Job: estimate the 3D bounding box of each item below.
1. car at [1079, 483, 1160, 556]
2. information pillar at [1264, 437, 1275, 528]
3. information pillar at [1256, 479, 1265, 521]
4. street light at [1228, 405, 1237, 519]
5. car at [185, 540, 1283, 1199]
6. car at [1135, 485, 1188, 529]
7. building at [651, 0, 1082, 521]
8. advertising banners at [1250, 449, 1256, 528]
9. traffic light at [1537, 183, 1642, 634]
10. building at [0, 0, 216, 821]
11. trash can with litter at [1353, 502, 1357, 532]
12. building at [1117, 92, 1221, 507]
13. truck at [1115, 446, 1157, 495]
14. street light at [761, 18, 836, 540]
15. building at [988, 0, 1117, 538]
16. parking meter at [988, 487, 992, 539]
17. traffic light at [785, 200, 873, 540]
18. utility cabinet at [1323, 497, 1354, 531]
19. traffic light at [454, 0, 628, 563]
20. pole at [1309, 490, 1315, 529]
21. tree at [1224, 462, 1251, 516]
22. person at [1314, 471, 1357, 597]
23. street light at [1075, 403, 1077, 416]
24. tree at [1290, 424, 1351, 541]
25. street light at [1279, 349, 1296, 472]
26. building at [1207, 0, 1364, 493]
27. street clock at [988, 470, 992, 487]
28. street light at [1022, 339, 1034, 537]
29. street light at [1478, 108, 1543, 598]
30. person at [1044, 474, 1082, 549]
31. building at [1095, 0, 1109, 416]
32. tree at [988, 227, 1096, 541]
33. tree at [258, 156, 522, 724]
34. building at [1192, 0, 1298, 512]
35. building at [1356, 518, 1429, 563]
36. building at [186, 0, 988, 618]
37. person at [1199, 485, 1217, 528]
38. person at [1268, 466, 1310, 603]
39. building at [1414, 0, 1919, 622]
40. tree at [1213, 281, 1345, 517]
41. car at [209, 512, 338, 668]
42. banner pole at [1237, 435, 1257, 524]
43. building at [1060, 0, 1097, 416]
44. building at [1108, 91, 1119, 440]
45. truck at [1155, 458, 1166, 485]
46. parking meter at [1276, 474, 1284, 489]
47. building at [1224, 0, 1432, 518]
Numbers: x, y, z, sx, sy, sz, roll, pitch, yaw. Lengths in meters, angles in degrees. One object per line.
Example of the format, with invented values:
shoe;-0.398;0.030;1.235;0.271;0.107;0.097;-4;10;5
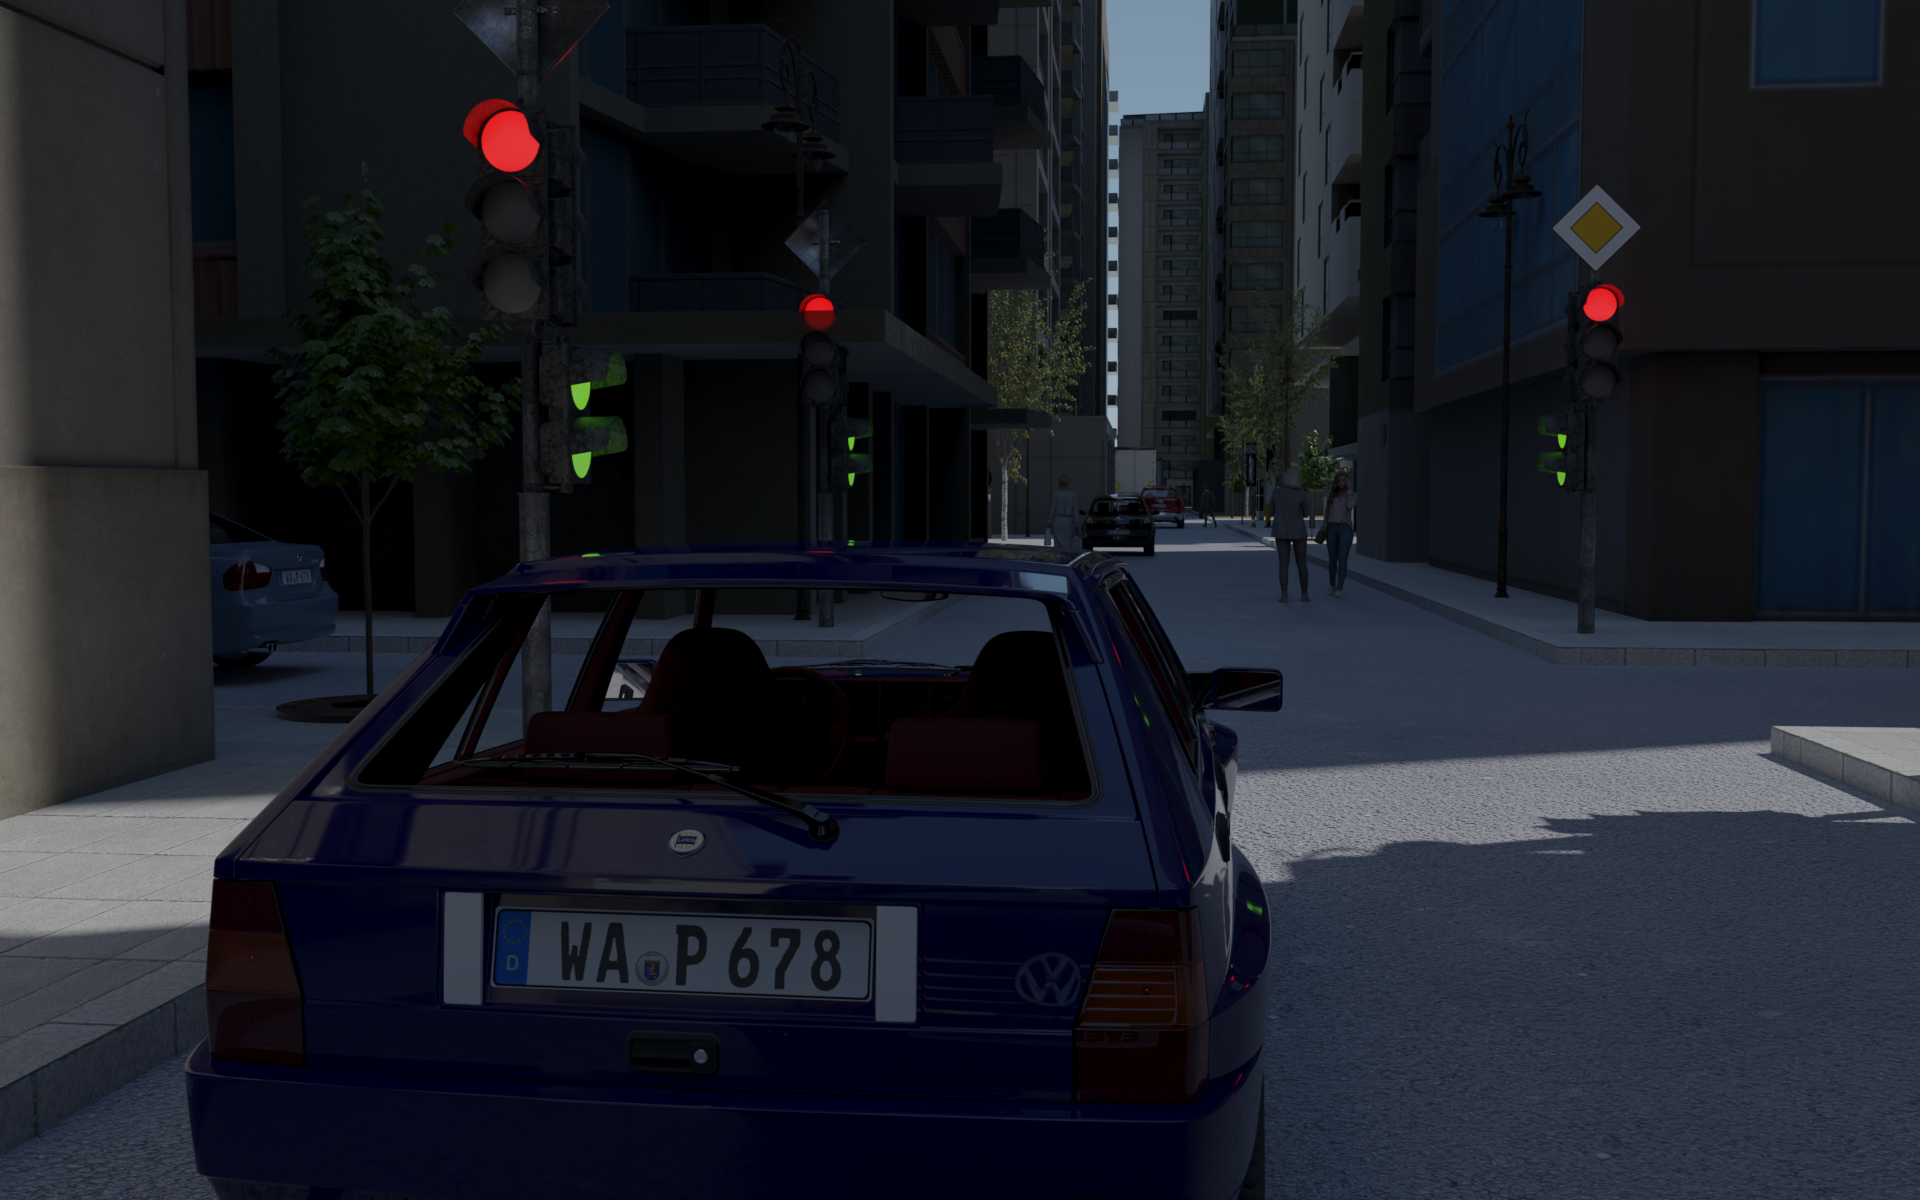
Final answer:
car;3.800;-1.943;41.556;2.009;1.686;4.222;0;4;5
information pillar;11.831;-4.570;66.067;0.183;3.616;0.504;3;5;44
information pillar;14.558;-4.862;83.982;0.304;2.012;0.304;-1;4;-16
street light;14.142;-7.159;89.841;0.468;5.910;1.993;0;4;6
car;-0.157;0.504;4.333;1.945;1.354;3.894;0;4;8
car;8.543;-3.978;73.712;2.281;1.827;5.304;0;4;8
building;-3.929;-27.632;106.404;22.147;44.769;28.867;0;4;6
advertising banners;11.328;-4.331;66.992;0.090;3.025;2.074;0;4;4
traffic light;5.751;-1.647;15.851;0.839;4.253;0.868;0;4;6
building;-18.523;-10.317;1.974;30.059;22.955;16.112;0;4;6
trash can with litter;13.072;-2.820;57.495;1.055;1.170;0.624;-1;4;-9
building;23.398;-30.362;180.013;14.086;41.232;14.154;0;4;6
truck;10.857;-7.264;107.681;2.839;4.237;11.283;0;4;6
street light;-1.606;-2.733;17.480;0.468;5.910;1.993;0;4;6
building;-4.459;-38.240;63.484;20.563;71.187;20.611;0;4;6
parking meter;0.715;-2.514;49.510;0.372;1.533;0.369;0;3;0
traffic light;-1.272;-1.692;16.582;0.839;4.253;0.868;0;4;6
utility cabinet;11.589;-2.561;53.038;1.020;1.237;0.306;-2;4;-33
traffic light;-2.120;-1.206;8.642;0.839;4.253;0.868;0;4;6
pole;13.061;-4.300;64.142;0.158;3.312;0.155;0;3;0
tree;16.746;-6.662;103.530;1.663;3.219;1.824;0;3;0
person;5.286;-0.926;24.235;0.593;1.750;0.643;2;4;30
street light;5.755;-6.934;86.156;0.468;5.910;1.993;0;4;6
tree;9.664;-3.241;47.586;1.663;3.219;1.824;0;3;0
street light;10.476;-5.062;55.552;0.468;5.910;1.993;0;4;6
building;35.445;-34.277;149.675;28.713;52.752;27.495;0;4;6
street clock;0.775;-2.941;52.657;0.358;2.002;0.471;2;4;25
street light;2.022;-4.823;51.648;0.468;5.910;1.993;0;4;6
street light;6.715;-2.966;21.288;0.468;5.910;1.993;0;4;6
person;1.799;-1.327;30.551;0.694;1.780;0.624;1;4;10
building;6.455;-31.207;160.341;14.200;45.320;14.600;0;4;6
tree;1.460;-5.932;47.347;4.737;8.622;4.395;0;3;0
tree;-3.451;-0.939;9.957;1.663;3.219;1.824;0;3;0
building;27.745;-42.051;125.788;20.563;71.187;20.611;0;4;6
building;15.715;-16.265;37.642;14.160;30.474;14.107;0;4;6
building;-9.809;-22.986;30.440;22.147;44.769;28.867;0;4;6
person;10.654;-4.029;74.334;0.622;1.834;0.822;-1;4;-23
person;4.371;-0.876;23.013;0.537;1.800;0.526;2;4;24
building;14.290;-22.736;21.844;14.200;45.320;14.600;0;4;6
tree;10.929;-6.670;59.419;4.737;8.622;4.395;0;3;0
car;-7.283;-0.102;13.669;4.499;1.417;2.014;0;4;5
banner pole;12.221;-5.111;73.581;0.863;3.779;0.401;2;4;31
building;2.831;-27.174;127.895;14.154;41.232;14.086;0;4;6
building;1.733;-34.680;186.625;30.456;49.044;23.786;0;4;6
truck;14.984;-9.146;138.445;2.839;4.237;11.283;0;4;8
parking meter;9.307;-2.713;50.061;0.255;1.863;0.399;-1;4;-14
building;23.936;-20.692;110.011;14.160;30.474;14.107;0;4;6
